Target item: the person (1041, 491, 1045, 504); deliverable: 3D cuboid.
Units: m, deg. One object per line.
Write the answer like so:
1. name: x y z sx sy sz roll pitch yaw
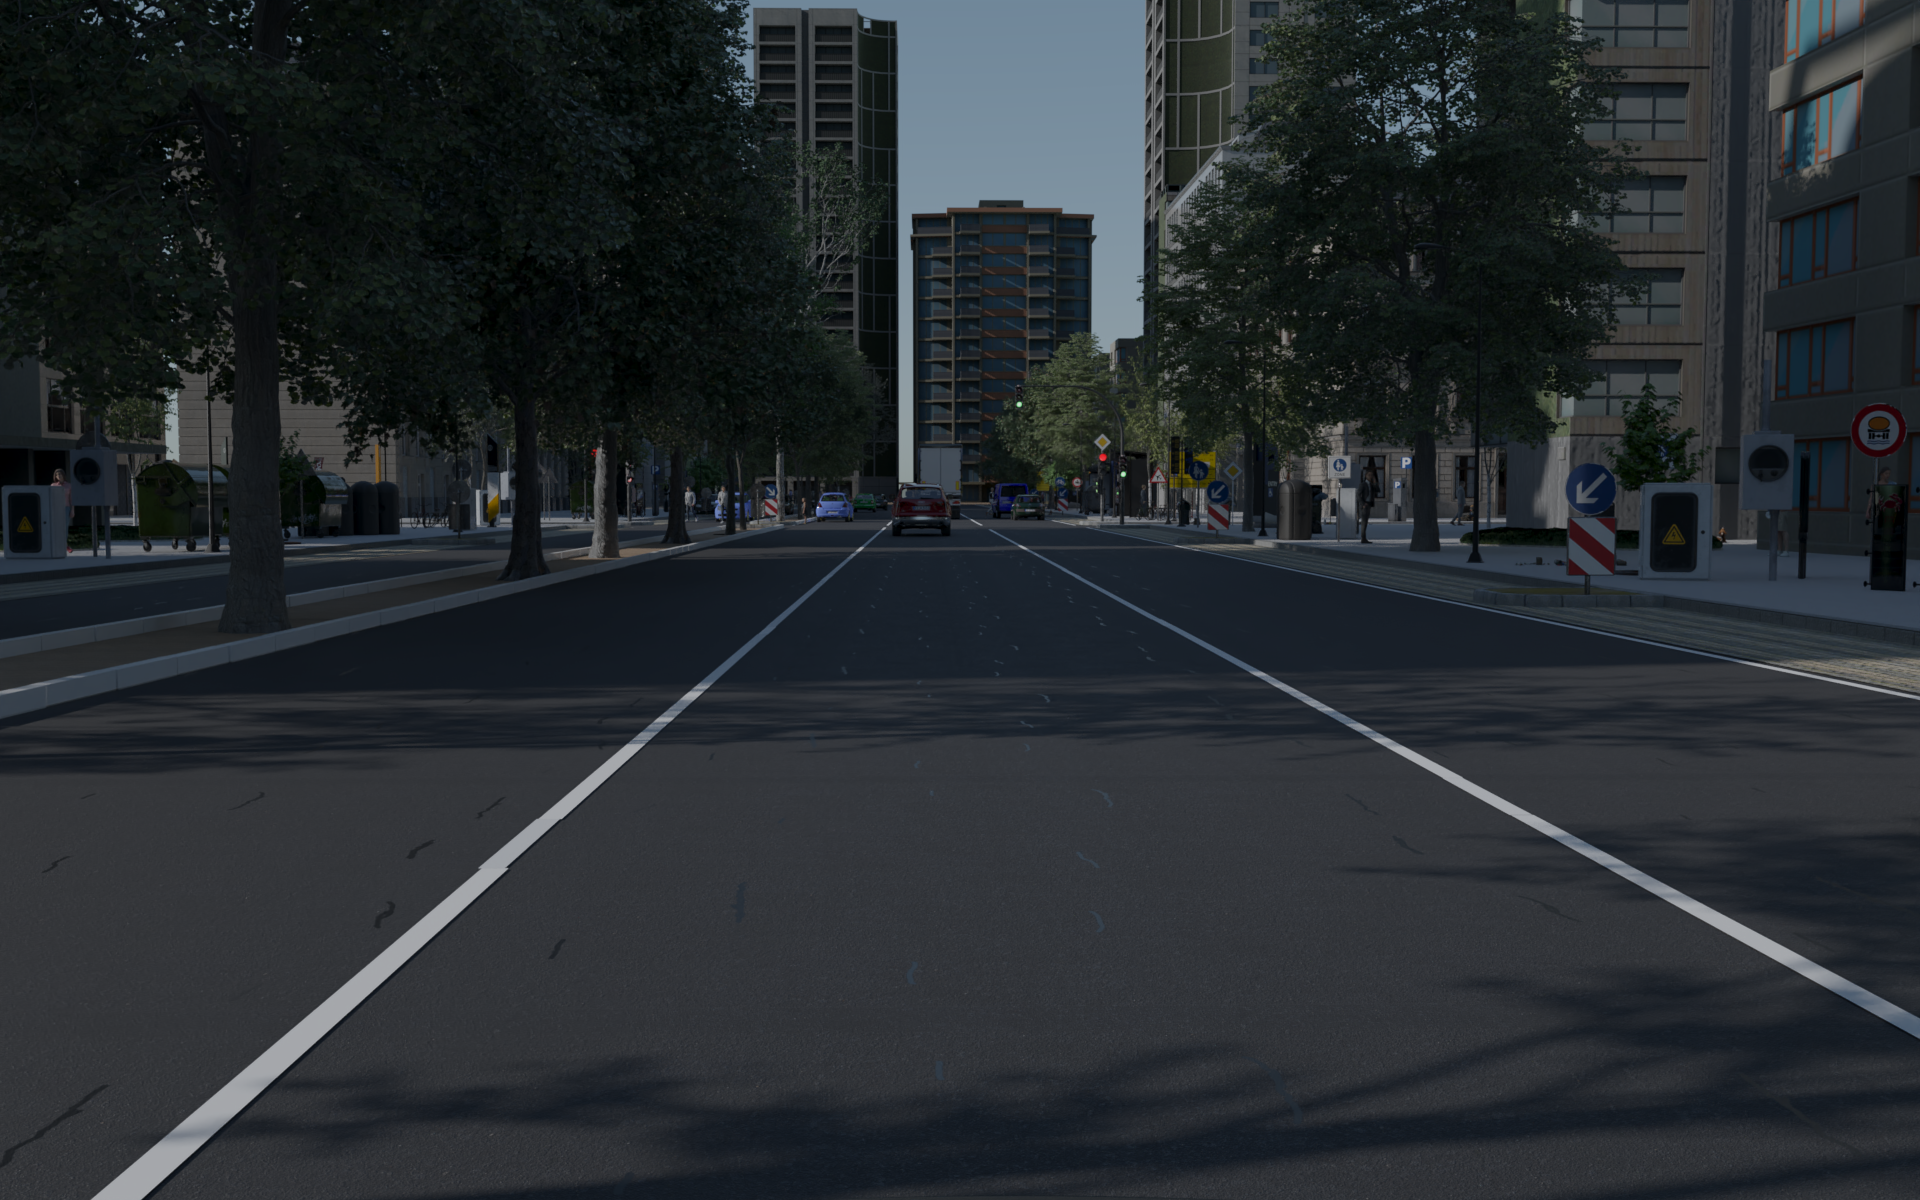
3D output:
1. person: 8.557 -10.415 177.272 0.436 1.711 0.756 1 4 17

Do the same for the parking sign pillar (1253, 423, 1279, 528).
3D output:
1. parking sign pillar: 11.683 -4.750 66.132 1.447 3.967 1.447 3 5 40

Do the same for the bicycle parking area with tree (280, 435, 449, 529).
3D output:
1. bicycle parking area with tree: -23.527 -4.700 63.851 8.231 4.147 9.016 1 4 21

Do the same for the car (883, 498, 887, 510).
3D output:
1. car: -7.765 -9.177 159.837 2.009 1.686 4.222 0 4 -3

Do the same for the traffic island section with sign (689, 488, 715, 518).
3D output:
1. traffic island section with sign: -15.521 -5.959 106.052 1.989 1.847 2.006 0 4 -1

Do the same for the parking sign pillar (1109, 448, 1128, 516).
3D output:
1. parking sign pillar: 9.424 -6.901 101.307 1.447 3.967 1.447 -1 4 -9

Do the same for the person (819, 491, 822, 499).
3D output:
1. person: -13.265 -9.509 164.647 0.621 1.740 0.551 -2 4 -30

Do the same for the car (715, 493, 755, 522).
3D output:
1. car: -11.744 -4.943 90.404 1.945 1.707 3.694 0 4 0

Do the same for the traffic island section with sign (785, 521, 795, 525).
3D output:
1. traffic island section with sign: -8.672 -4.393 79.963 2.006 1.907 1.989 0 4 -1

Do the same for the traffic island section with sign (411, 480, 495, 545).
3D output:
1. traffic island section with sign: -14.322 -2.481 49.194 1.989 1.847 2.006 0 4 -1

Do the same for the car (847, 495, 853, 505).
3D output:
1. car: -13.754 -12.000 205.245 2.155 1.783 4.494 0 4 -2

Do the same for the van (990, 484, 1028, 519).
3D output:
1. van: 2.986 -6.043 103.187 2.240 2.365 5.245 0 4 -3

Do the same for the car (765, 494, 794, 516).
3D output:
1. car: -12.174 -6.531 116.563 2.009 1.686 4.222 0 4 0

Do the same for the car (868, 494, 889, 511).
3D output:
1. car: -7.184 -8.643 151.102 2.009 1.686 4.222 0 4 -2

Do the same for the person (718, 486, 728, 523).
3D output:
1. person: -11.537 -4.683 84.905 0.661 1.843 0.795 0 4 8

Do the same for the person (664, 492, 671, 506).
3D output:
1. person: -28.749 -10.151 172.031 1.348 1.822 0.705 -1 4 -14

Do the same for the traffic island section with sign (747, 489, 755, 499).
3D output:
1. traffic island section with sign: -16.102 -7.657 133.819 1.989 1.847 2.006 0 4 -1

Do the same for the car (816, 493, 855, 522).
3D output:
1. car: -6.443 -4.886 89.483 1.945 1.707 3.694 0 4 1

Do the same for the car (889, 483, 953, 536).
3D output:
1. car: -1.357 -3.184 60.730 2.281 1.827 5.304 0 4 -1

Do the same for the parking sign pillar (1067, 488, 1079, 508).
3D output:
1. parking sign pillar: 10.218 -10.173 154.802 1.447 3.967 1.447 0 4 -3

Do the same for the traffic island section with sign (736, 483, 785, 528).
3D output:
1. traffic island section with sign: -8.526 -3.940 72.557 2.006 1.907 1.989 0 4 -1

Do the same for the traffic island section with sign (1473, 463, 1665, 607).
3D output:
1. traffic island section with sign: 7.858 -0.860 22.689 1.989 1.847 2.006 0 4 -1

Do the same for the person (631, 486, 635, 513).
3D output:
1. person: -21.924 -6.680 115.356 0.767 1.812 0.694 2 4 30

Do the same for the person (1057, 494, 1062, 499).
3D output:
1. person: 10.337 -10.591 179.924 1.217 1.735 0.721 -2 4 -23

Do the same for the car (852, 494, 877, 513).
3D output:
1. car: -7.463 -7.754 135.576 1.959 1.807 4.718 0 4 -2

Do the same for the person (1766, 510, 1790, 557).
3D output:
1. person: 16.850 -1.811 35.619 0.580 1.828 0.573 3 5 45

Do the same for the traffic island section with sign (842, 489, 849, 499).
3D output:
1. traffic island section with sign: -10.264 -8.988 155.084 2.006 1.907 1.989 0 4 -1

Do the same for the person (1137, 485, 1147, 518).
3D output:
1. person: 9.617 -5.173 91.050 0.534 1.772 0.576 -2 4 -32

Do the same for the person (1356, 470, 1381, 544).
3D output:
1. person: 10.649 -2.430 45.136 0.474 1.900 0.648 3 4 39

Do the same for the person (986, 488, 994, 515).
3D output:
1. person: 2.045 -6.353 112.243 0.818 1.842 0.514 1 4 9

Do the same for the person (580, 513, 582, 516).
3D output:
1. person: -22.062 -5.847 101.986 0.599 1.781 0.374 -1 4 -16

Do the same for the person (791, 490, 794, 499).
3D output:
1. person: -20.970 -12.827 215.896 0.705 1.807 1.348 1 4 10

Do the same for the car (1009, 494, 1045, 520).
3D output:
1. car: 3.727 -5.240 95.455 2.009 1.686 4.222 0 4 -1

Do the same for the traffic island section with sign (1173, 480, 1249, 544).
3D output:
1. traffic island section with sign: 7.272 -2.557 50.428 1.989 1.847 2.006 0 4 -1

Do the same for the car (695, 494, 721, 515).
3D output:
1. car: -15.837 -6.151 110.349 2.009 1.686 4.222 0 4 -1

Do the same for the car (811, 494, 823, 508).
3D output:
1. car: -14.539 -10.443 180.527 2.009 1.686 4.222 0 4 -1

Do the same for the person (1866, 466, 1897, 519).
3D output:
1. person: 17.700 -1.660 33.271 0.616 1.811 0.778 1 4 11

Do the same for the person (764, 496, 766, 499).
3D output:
1. person: -22.333 -11.668 197.501 0.721 1.739 1.217 1 4 10

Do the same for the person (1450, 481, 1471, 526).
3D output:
1. person: 20.364 -3.927 70.374 0.853 1.813 0.709 0 4 5

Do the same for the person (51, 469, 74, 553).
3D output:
1. person: -19.491 -1.925 37.525 0.555 1.821 0.388 -2 4 -33

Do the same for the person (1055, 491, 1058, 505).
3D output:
1. person: 11.012 -11.629 196.890 0.721 1.735 1.217 -1 4 -15

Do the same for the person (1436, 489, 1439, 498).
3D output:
1. person: 15.061 -3.027 55.806 0.793 1.790 0.793 0 4 7

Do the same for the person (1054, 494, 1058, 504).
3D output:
1. person: 9.783 -10.363 178.663 0.799 1.438 0.628 2 4 31

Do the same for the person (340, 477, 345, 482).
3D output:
1. person: -20.114 -3.111 56.760 0.795 1.843 0.661 0 4 3

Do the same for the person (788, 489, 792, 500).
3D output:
1. person: -19.860 -11.984 201.854 0.599 1.838 0.709 2 4 31

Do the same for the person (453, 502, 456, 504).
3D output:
1. person: -20.668 -3.979 71.219 0.709 1.813 0.853 3 5 44

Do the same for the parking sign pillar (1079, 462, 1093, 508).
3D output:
1. parking sign pillar: 10.262 -8.825 132.765 1.447 3.967 1.447 1 4 22

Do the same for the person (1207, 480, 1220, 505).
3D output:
1. person: 9.597 -3.590 64.957 0.641 1.798 0.478 -1 4 -9

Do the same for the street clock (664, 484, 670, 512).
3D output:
1. street clock: -20.718 -7.191 122.138 0.471 2.002 0.358 2 4 34

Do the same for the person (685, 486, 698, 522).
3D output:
1. person: -14.014 -5.005 90.183 0.661 1.843 0.795 2 4 31

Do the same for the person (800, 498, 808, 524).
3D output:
1. person: -7.400 -4.221 82.182 0.373 1.253 0.362 0 4 -3
